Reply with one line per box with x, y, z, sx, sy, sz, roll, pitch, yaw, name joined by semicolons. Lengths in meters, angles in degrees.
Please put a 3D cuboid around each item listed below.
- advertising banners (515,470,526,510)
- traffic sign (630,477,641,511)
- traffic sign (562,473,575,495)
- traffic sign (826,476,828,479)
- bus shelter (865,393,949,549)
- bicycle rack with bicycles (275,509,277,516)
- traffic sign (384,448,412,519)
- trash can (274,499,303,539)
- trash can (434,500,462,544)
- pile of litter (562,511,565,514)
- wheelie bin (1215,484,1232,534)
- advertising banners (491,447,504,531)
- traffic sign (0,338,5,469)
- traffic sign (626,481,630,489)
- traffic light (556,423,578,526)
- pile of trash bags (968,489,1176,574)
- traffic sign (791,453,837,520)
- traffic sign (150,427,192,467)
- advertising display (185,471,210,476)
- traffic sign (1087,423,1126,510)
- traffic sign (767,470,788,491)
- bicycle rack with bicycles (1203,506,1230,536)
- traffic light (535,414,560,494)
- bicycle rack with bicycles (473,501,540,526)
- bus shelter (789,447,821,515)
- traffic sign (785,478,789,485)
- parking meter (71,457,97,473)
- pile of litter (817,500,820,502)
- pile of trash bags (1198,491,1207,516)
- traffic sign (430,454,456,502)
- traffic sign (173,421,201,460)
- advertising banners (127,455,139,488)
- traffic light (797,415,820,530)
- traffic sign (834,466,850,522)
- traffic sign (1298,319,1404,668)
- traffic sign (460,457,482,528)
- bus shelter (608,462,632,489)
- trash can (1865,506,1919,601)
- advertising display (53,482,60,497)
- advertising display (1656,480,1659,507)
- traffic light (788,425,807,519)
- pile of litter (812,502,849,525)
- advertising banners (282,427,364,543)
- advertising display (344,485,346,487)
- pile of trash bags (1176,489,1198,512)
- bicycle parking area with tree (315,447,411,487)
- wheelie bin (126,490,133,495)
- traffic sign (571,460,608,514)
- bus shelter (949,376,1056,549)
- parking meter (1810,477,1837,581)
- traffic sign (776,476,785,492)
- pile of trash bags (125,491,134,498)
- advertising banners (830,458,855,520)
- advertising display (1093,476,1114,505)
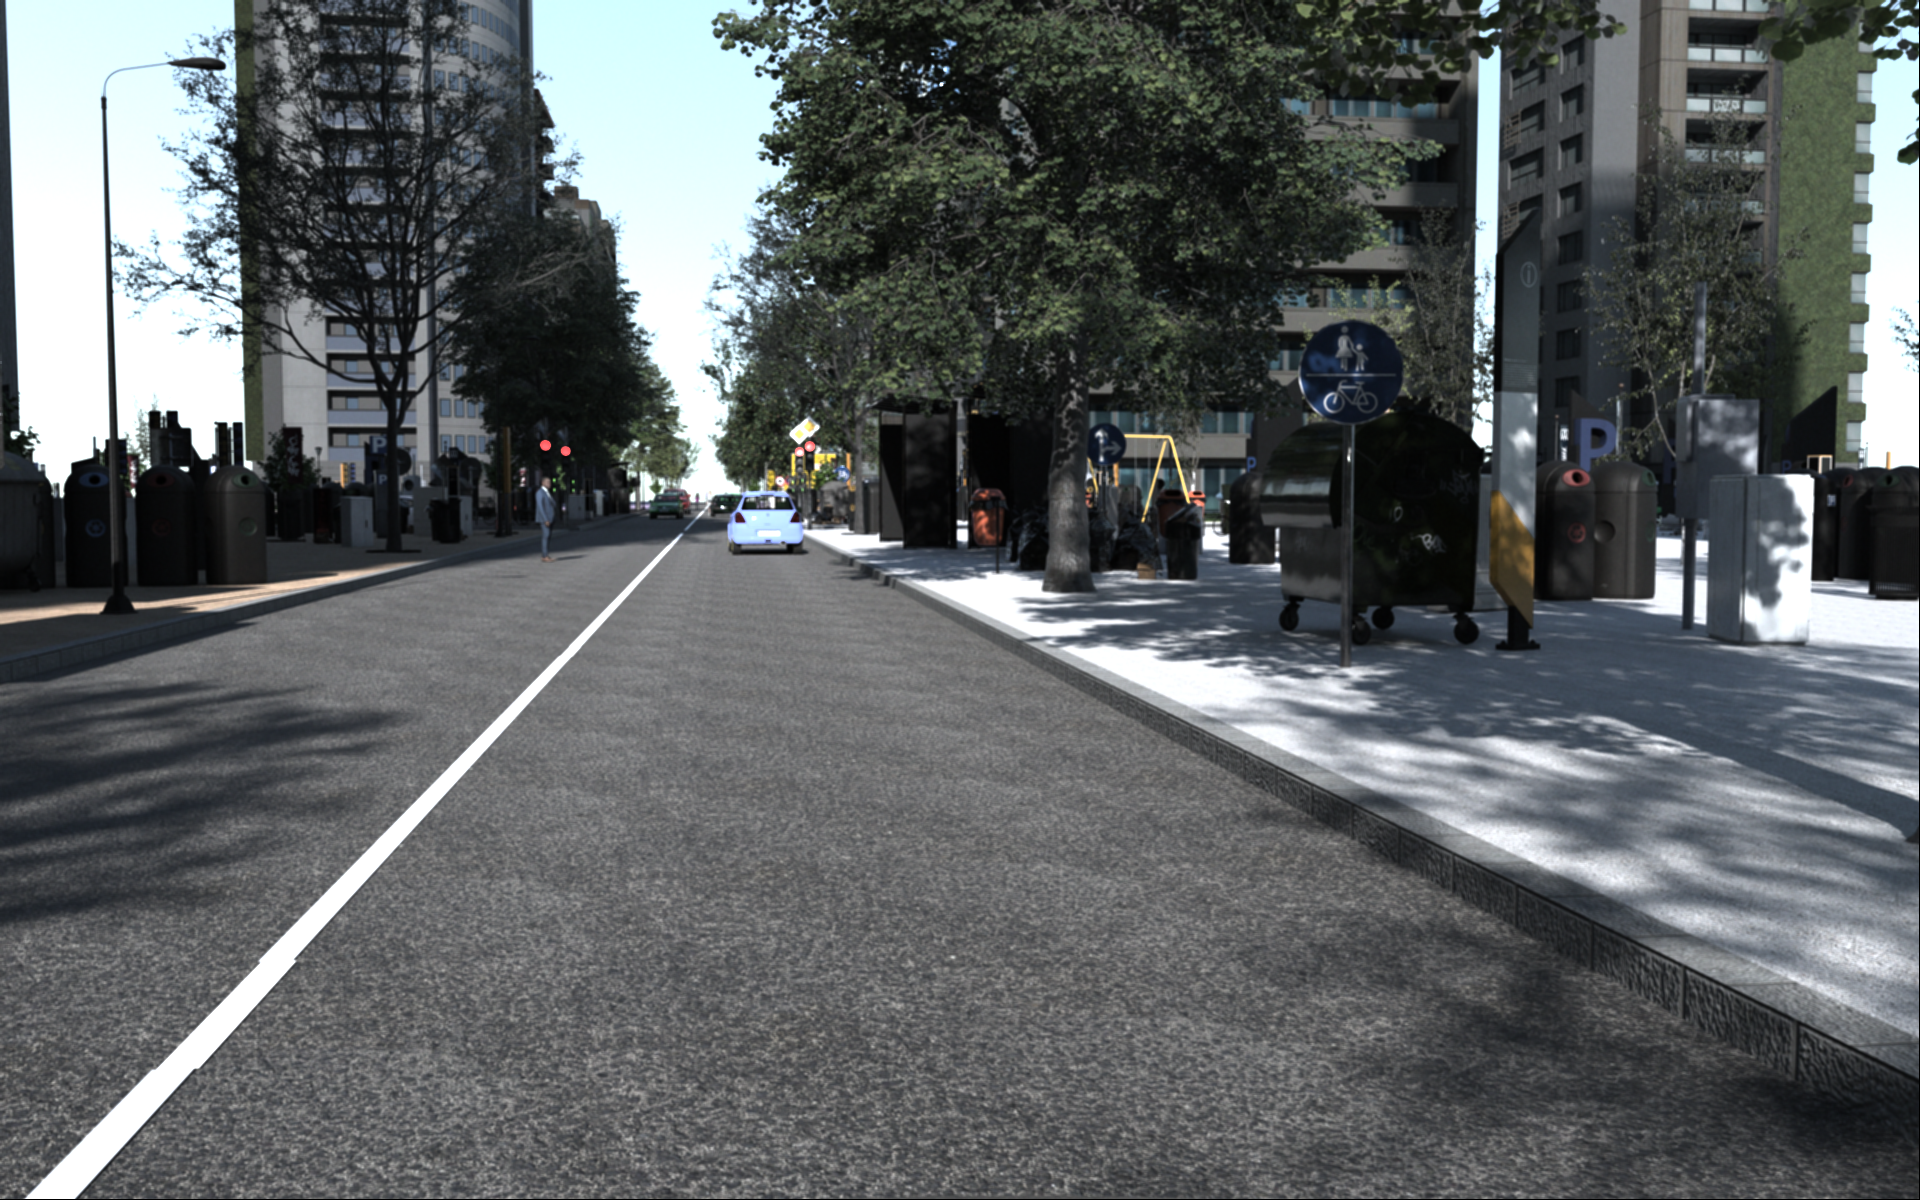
-32.529;-7.945;126.091;2.074;3.025;0.090;1;4;9;advertising banners
-24.195;-7.898;129.232;0.768;2.556;0.104;0;4;-5;traffic sign
-22.714;-6.147;100.617;0.768;2.556;0.104;0;4;-3;traffic sign
-6.430;-5.039;82.494;0.768;2.556;0.104;0;4;-3;traffic sign
-1.247;-3.187;43.388;1.731;3.624;6.357;0;4;-8;bus shelter
-39.512;-5.034;95.684;2.852;0.926;2.925;-2;4;-28;bicycle rack with bicycles
-15.547;-2.925;47.923;0.768;2.556;0.104;0;4;1;traffic sign
-18.722;-2.243;48.326;0.748;1.137;0.748;0;3;0;trash can
-13.315;-2.043;45.059;0.748;1.137;0.748;0;3;0;trash can
-24.812;-5.841;109.460;1.176;0.858;1.719;-2;4;-23;pile of litter
8.648;-2.906;55.420;0.980;1.594;0.693;0;4;-5;wheelie bin
-16.202;-3.941;60.616;0.090;3.025;2.074;-2;4;-25;advertising banners
-10.830;-1.446;17.520;2.265;3.308;0.079;0;4;-1;traffic sign
-25.851;-8.075;134.158;0.606;2.300;0.079;0;4;-7;traffic sign
-15.575;-4.877;68.665;0.839;4.253;0.868;0;4;-8;traffic light
1.624;-1.168;28.850;3.447;1.369;1.912;-2;4;-35;pile of trash bags
-7.265;-5.644;86.148;2.265;3.308;0.079;0;4;-3;traffic sign
-12.103;-1.497;26.611;0.606;2.300;0.079;0;4;-6;traffic sign
-21.592;-2.678;49.001;0.974;1.923;0.123;2;4;24;advertising display
2.605;-1.903;31.214;0.768;2.556;0.104;0;4;-1;traffic sign
-14.877;-9.187;144.086;2.265;3.308;0.079;0;4;-5;traffic sign
8.799;-2.380;52.287;2.925;0.926;2.852;-1;4;-23;bicycle rack with bicycles
-14.478;-4.394;60.755;0.839;4.253;0.868;0;4;-8;traffic light
-18.491;-3.554;71.497;2.852;0.926;2.925;3;5;43;bicycle rack with bicycles
-10.512;-8.688;119.674;2.179;5.291;8.768;0;4;-8;bus shelter
-11.052;-6.914;113.148;0.768;2.556;0.104;0;4;-6;traffic sign
-13.662;-1.303;27.008;0.399;1.863;0.255;-2;4;-26;parking meter
-11.525;-7.643;138.933;1.719;0.858;1.176;-2;4;-28;pile of litter
5.471;-2.465;50.056;3.447;1.369;1.912;-1;4;-14;pile of trash bags
-14.702;-2.946;49.346;0.795;2.450;0.064;0;4;-2;traffic sign
-13.914;-1.885;30.826;0.884;2.594;0.081;0;4;-6;traffic sign
-36.333;-4.990;77.777;2.074;3.025;0.090;0;4;1;advertising banners
-5.406;-4.471;62.025;0.839;4.253;0.868;0;4;-8;traffic light
-5.379;-4.823;78.958;0.768;2.556;0.104;0;4;0;traffic sign
2.856;-0.773;12.747;0.768;2.556;0.104;0;4;2;traffic sign
-16.761;-3.626;59.387;0.768;2.556;0.104;0;4;-2;traffic sign
-25.489;-8.435;129.189;1.731;3.624;6.357;0;4;-8;bus shelter
11.372;-0.571;20.994;0.748;1.137;0.748;0;3;0;trash can
-49.620;-5.499;95.123;0.123;1.923;0.974;-3;5;-41;advertising display
31.905;-4.578;80.063;0.974;1.923;0.123;-2;4;-27;advertising display
-6.503;-4.955;69.935;0.839;4.253;0.868;0;4;-8;traffic light
-5.457;-3.575;72.412;1.719;0.858;1.176;0;4;4;pile of litter
-16.623;-2.998;45.210;2.074;3.025;0.090;0;4;-2;advertising banners
-44.502;-7.308;124.703;0.974;1.923;0.123;2;4;31;advertising display
2.570;-1.397;32.601;3.447;1.369;1.912;0;4;0;pile of trash bags
-36.779;-7.321;106.699;8.231;4.147;9.016;0;4;-1;bicycle parking area with tree
-61.531;-7.339;127.908;0.693;1.594;0.980;0;4;2;wheelie bin
-22.457;-6.786;104.820;2.265;3.308;0.079;0;4;-6;traffic sign
1.091;-2.812;37.267;1.731;3.624;6.357;0;4;-8;bus shelter
12.711;-1.049;25.566;0.372;1.533;0.369;0;3;0;parking meter
-12.379;-7.287;119.254;0.768;2.556;0.104;0;4;-2;traffic sign
-49.481;-5.872;105.759;3.447;1.369;1.912;3;5;44;pile of trash bags
-5.706;-5.399;84.455;0.090;3.025;2.074;2;4;33;advertising banners
5.187;-3.502;62.464;0.974;1.923;0.123;-3;4;-36;advertising display
